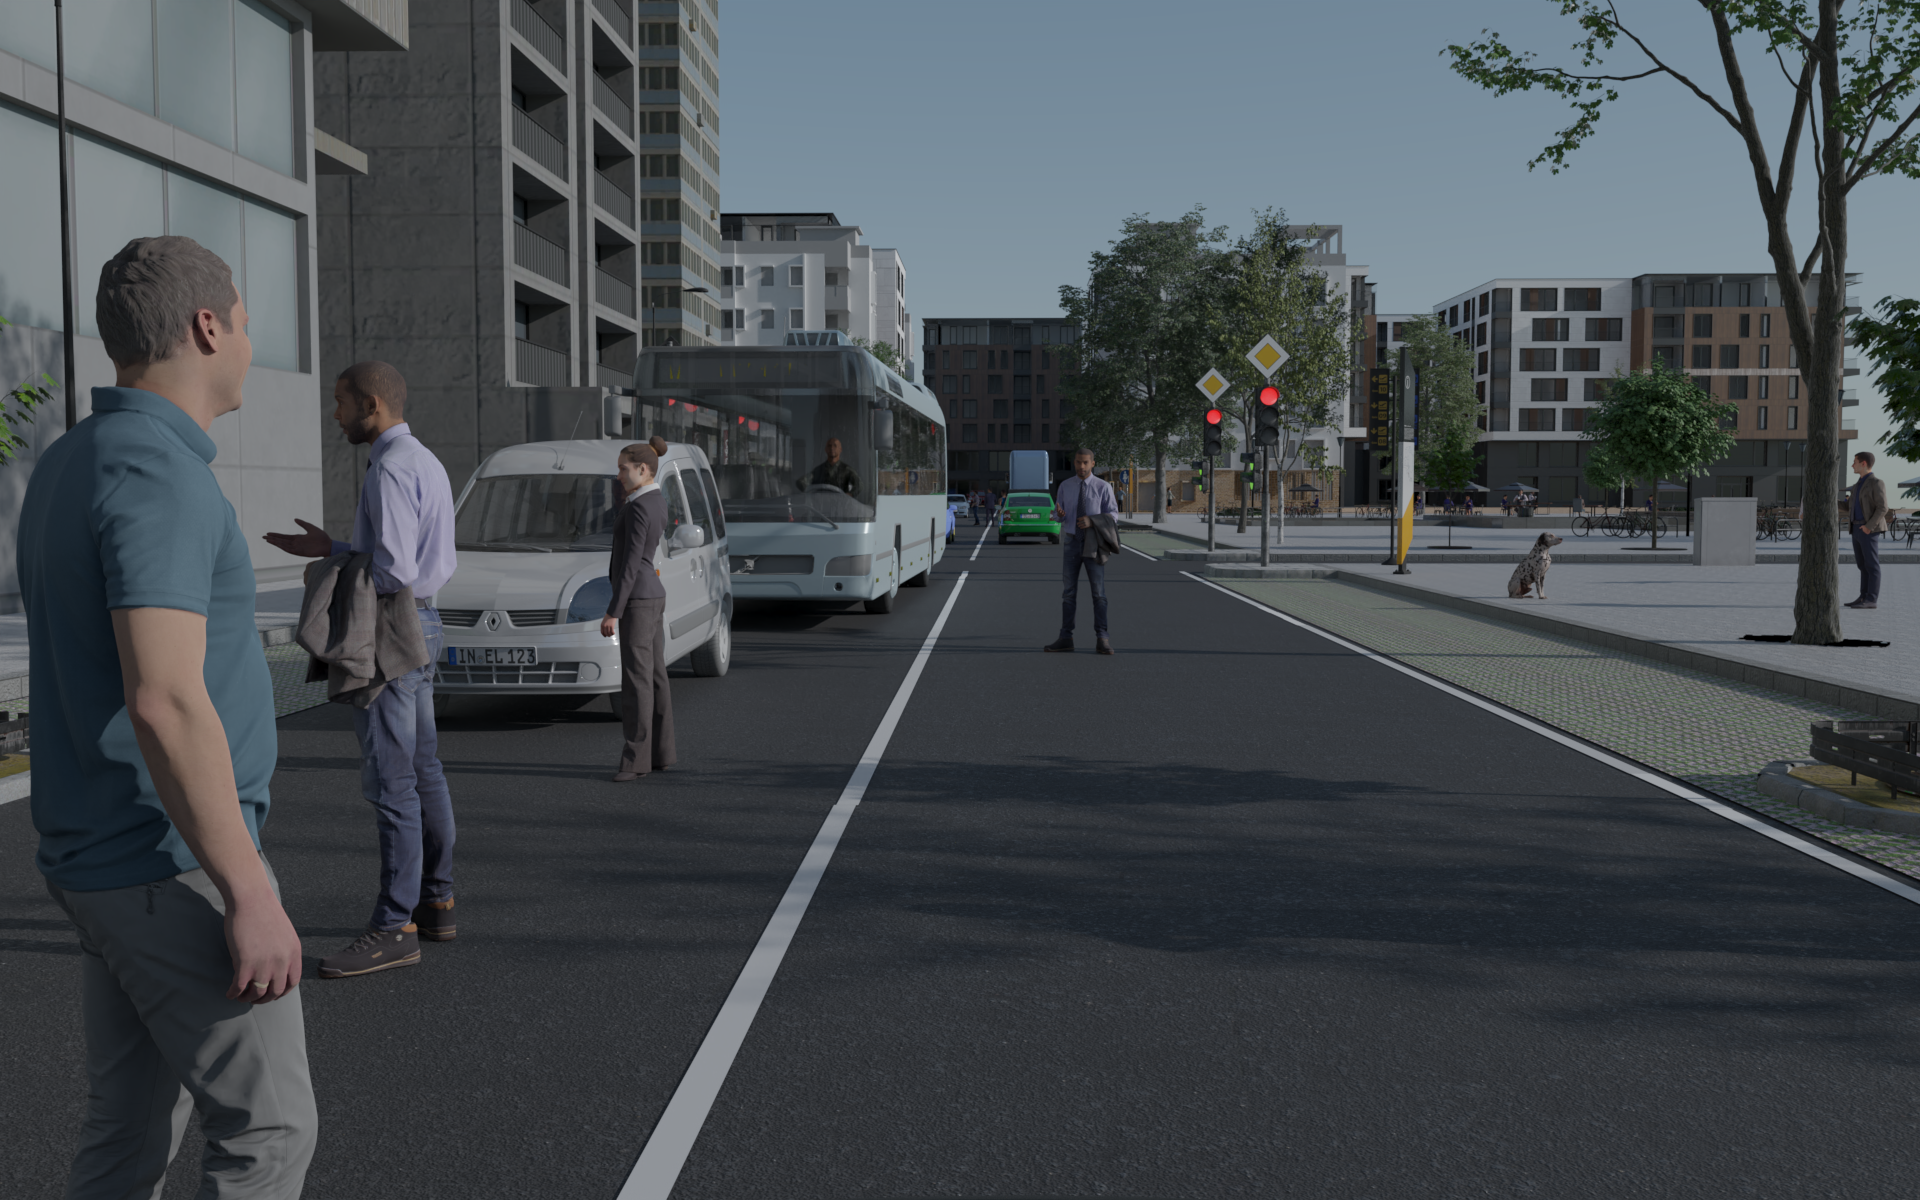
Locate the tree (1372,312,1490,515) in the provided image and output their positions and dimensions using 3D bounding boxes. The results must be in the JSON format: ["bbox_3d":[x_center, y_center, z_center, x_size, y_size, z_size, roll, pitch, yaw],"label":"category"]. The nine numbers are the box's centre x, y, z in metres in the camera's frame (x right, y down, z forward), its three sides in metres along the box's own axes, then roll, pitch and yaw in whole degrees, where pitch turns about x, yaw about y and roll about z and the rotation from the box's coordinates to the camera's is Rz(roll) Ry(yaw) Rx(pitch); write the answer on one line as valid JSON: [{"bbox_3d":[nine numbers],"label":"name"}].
[{"bbox_3d":[29.402,-11.642,108.482,7.486,12.596,7.792,0,3,0],"label":"tree"}]

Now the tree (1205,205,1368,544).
[{"bbox_3d":[8.223,-5.730,44.054,4.737,8.622,4.395,0,3,0],"label":"tree"}]

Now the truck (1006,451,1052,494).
[{"bbox_3d":[4.034,-6.840,101.592,2.967,4.110,18.799,0,4,2],"label":"truck"}]

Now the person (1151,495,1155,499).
[{"bbox_3d":[13.657,-6.925,119.245,1.348,1.826,0.705,-3,5,-43],"label":"person"}]

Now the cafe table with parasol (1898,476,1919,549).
[{"bbox_3d":[22.912,-2.151,40.040,2.610,1.966,2.610,-1,4,-17],"label":"cafe table with parasol"}]

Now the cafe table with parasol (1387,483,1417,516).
[{"bbox_3d":[26.055,-5.832,100.214,2.610,1.966,2.610,2,4,35],"label":"cafe table with parasol"}]

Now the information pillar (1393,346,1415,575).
[{"bbox_3d":[7.132,-2.224,27.710,0.183,3.616,0.504,2,4,34],"label":"information pillar"}]

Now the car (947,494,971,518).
[{"bbox_3d":[-0.344,-5.680,104.866,2.014,1.417,4.499,0,4,2],"label":"car"}]

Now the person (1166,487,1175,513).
[{"bbox_3d":[13.975,-6.614,114.972,0.721,1.735,1.217,-1,4,-20],"label":"person"}]

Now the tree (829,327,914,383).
[{"bbox_3d":[-6.198,-11.178,108.518,9.928,11.665,9.643,0,3,0],"label":"tree"}]

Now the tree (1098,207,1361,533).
[{"bbox_3d":[9.531,-7.454,56.288,7.601,10.594,8.767,1,4,22],"label":"tree"}]

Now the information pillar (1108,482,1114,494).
[{"bbox_3d":[8.938,-6.027,103.041,0.304,2.012,0.304,-2,4,-34],"label":"information pillar"}]

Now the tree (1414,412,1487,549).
[{"bbox_3d":[11.556,-2.827,40.816,1.663,3.219,1.824,0,3,0],"label":"tree"}]

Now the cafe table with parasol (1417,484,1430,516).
[{"bbox_3d":[26.561,-5.440,93.808,2.610,1.966,2.610,0,4,-1],"label":"cafe table with parasol"}]

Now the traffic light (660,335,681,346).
[{"bbox_3d":[-5.111,-2.557,30.724,0.839,4.253,0.868,0,4,1],"label":"traffic light"}]

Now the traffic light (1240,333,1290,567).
[{"bbox_3d":[5.367,-2.541,30.466,0.839,4.253,0.868,0,4,1],"label":"traffic light"}]

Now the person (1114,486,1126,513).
[{"bbox_3d":[11.092,-6.971,119.998,0.705,1.826,1.348,-3,5,-45],"label":"person"}]

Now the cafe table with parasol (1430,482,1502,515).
[{"bbox_3d":[25.794,-5.107,88.367,2.610,1.966,2.610,0,4,0],"label":"cafe table with parasol"}]

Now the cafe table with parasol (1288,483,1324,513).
[{"bbox_3d":[21.791,-6.373,109.071,2.610,1.966,2.610,-1,4,-13],"label":"cafe table with parasol"}]

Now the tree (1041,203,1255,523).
[{"bbox_3d":[8.709,-10.359,76.027,9.857,13.997,8.962,0,3,0],"label":"tree"}]

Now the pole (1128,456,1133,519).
[{"bbox_3d":[8.827,-5.856,89.587,0.158,3.312,0.155,0,3,0],"label":"pole"}]

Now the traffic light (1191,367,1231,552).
[{"bbox_3d":[5.576,-3.029,38.448,0.839,4.253,0.868,0,4,1],"label":"traffic light"}]

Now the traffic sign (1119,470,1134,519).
[{"bbox_3d":[8.648,-5.486,89.803,0.768,2.556,0.104,0,4,5],"label":"traffic sign"}]

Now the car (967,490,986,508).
[{"bbox_3d":[1.842,-10.435,179.283,2.281,1.827,5.304,0,4,1],"label":"car"}]

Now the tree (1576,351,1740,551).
[{"bbox_3d":[15.967,-3.435,39.882,4.285,4.588,4.351,0,3,0],"label":"tree"}]

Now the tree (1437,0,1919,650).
[{"bbox_3d":[7.179,-5.430,14.537,9.928,11.665,9.643,0,3,0],"label":"tree"}]

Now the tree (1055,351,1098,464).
[{"bbox_3d":[9.689,-10.938,113.254,7.601,10.594,8.767,0,4,5],"label":"tree"}]

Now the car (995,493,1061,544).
[{"bbox_3d":[1.999,-2.565,50.728,1.959,1.807,4.718,0,4,1],"label":"car"}]

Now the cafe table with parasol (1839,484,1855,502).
[{"bbox_3d":[52.612,-5.900,101.327,2.610,1.966,2.610,-1,4,-16],"label":"cafe table with parasol"}]

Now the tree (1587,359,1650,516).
[{"bbox_3d":[36.510,-8.822,94.600,4.737,8.622,4.395,0,3,0],"label":"tree"}]

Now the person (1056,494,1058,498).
[{"bbox_3d":[8.340,-8.143,144.872,0.697,1.427,0.421,1,4,13],"label":"person"}]

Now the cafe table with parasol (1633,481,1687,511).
[{"bbox_3d":[35.578,-5.078,87.893,2.610,1.966,2.610,3,5,39],"label":"cafe table with parasol"}]

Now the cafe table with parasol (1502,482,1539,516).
[{"bbox_3d":[32.882,-5.966,102.415,2.610,1.966,2.610,1,4,13],"label":"cafe table with parasol"}]

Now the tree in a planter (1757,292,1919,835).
[{"bbox_3d":[4.811,-0.648,7.812,1.991,3.239,1.994,0,4,1],"label":"tree in a planter"}]

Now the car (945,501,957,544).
[{"bbox_3d":[-1.040,-2.530,50.953,1.945,1.707,3.694,0,4,2],"label":"car"}]

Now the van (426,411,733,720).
[{"bbox_3d":[-2.710,-0.323,12.295,2.013,2.044,4.112,0,4,2],"label":"van"}]

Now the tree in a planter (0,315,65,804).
[{"bbox_3d":[-5.412,-0.671,8.188,1.991,3.239,1.994,0,4,1],"label":"tree in a planter"}]
